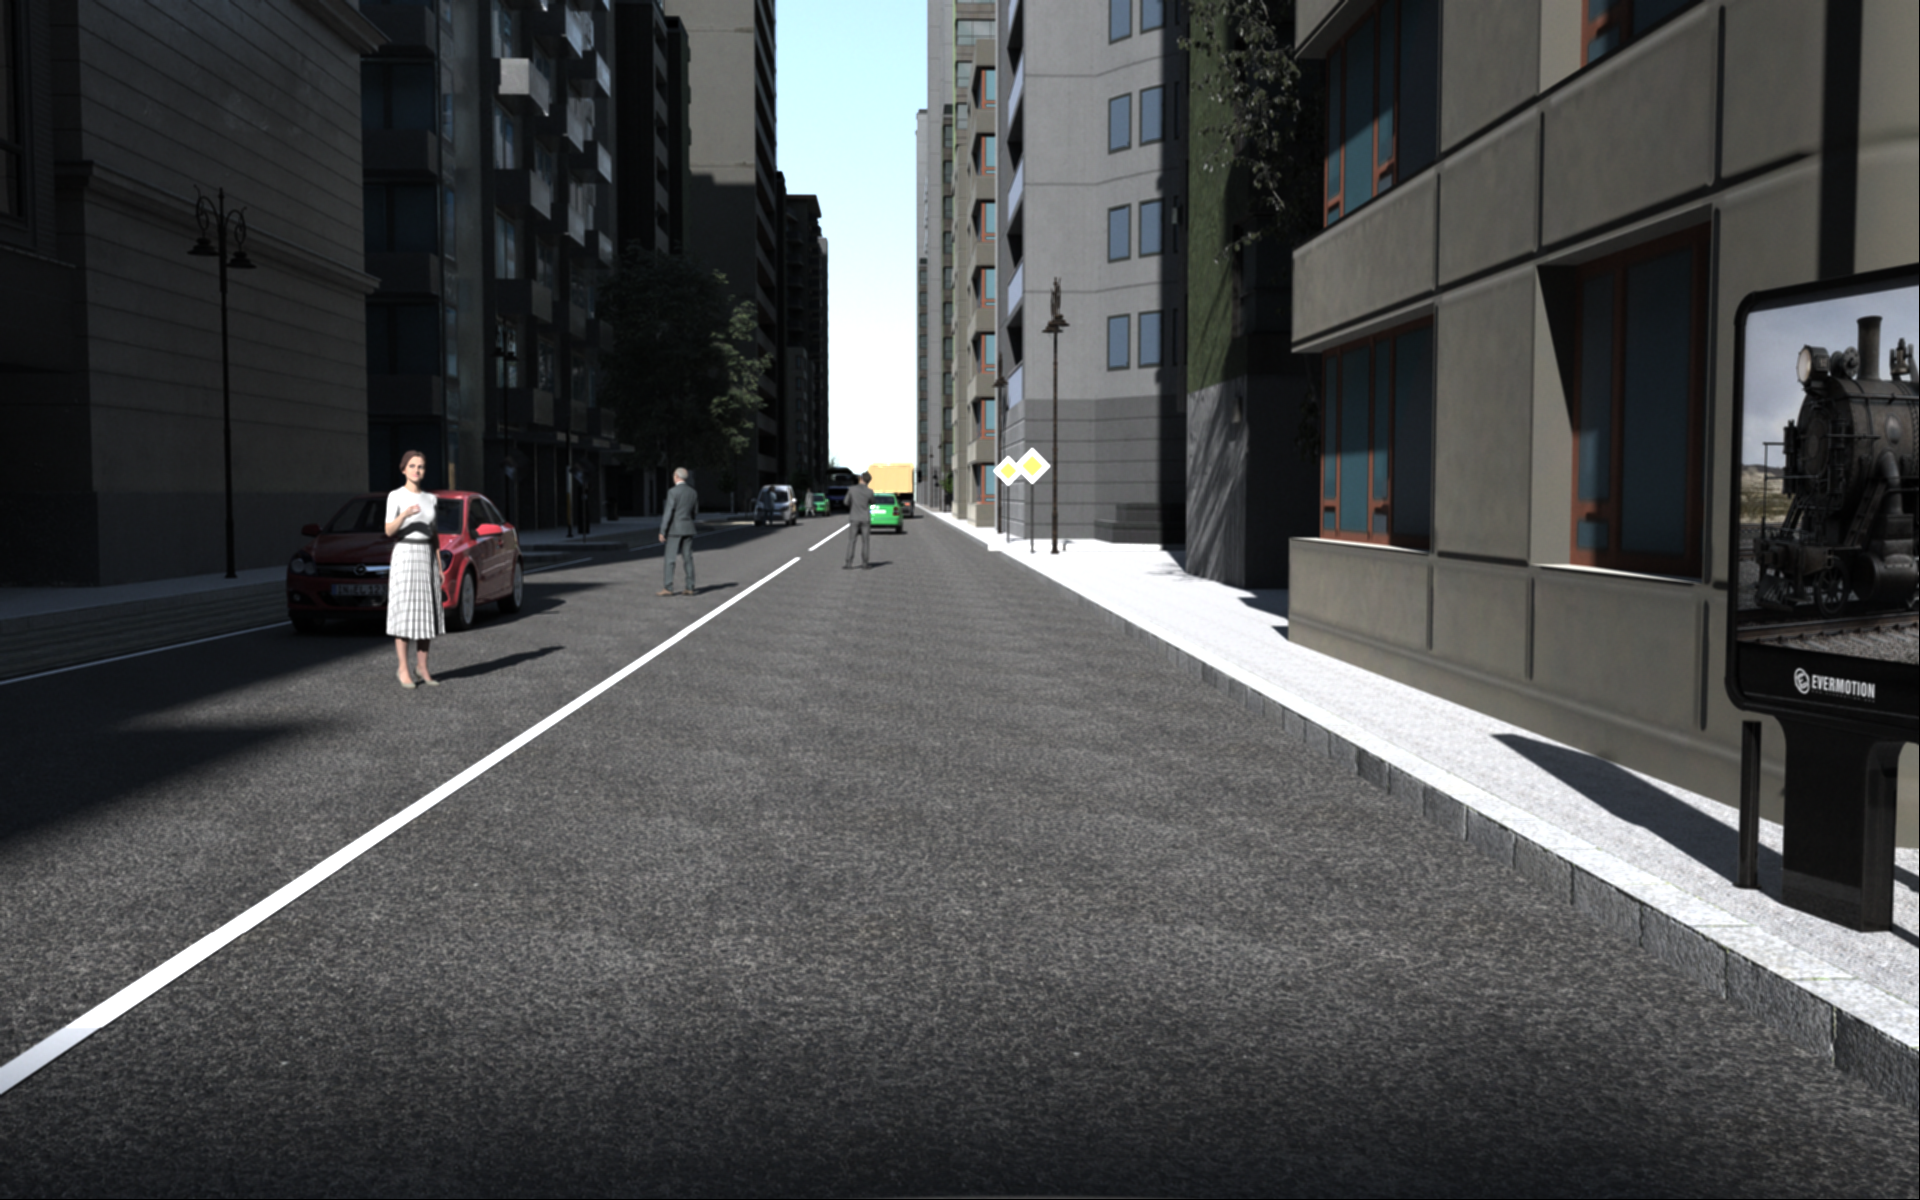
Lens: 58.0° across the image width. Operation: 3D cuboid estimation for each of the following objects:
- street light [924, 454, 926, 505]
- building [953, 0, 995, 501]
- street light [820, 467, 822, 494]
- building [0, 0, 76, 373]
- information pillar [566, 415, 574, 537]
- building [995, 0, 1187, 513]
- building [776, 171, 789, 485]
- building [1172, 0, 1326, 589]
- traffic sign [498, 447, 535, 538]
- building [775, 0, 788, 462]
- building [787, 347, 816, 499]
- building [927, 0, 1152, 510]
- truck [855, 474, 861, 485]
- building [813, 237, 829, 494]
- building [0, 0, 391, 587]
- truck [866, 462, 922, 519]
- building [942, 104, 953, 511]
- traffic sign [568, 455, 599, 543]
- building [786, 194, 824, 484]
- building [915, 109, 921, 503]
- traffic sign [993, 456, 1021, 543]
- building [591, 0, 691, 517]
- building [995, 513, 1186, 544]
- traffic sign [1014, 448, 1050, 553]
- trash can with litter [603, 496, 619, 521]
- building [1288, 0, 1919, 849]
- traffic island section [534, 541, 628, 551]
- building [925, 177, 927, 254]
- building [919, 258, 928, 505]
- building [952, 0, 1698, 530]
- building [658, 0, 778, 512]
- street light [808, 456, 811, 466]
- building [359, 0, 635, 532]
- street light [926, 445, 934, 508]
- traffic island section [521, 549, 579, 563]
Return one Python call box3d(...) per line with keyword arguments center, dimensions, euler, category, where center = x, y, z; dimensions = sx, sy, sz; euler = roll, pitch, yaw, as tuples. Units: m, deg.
box3d(center=(-3.884, -13.689, 196.603), dimensions=(0.468, 5.910, 1.993), euler=(0, 4, -2), category="street light")
box3d(center=(6.496, -26.283, 113.316), dimensions=(14.154, 41.232, 14.086), euler=(0, 4, -2), category="building")
box3d(center=(-18.972, -16.139, 236.652), dimensions=(0.468, 5.910, 1.993), euler=(0, 4, -2), category="street light")
box3d(center=(-17.757, -13.230, 9.818), dimensions=(14.314, 27.812, 24.014), euler=(0, 4, -2), category="building")
box3d(center=(-11.561, -3.660, 51.193), dimensions=(0.183, 3.616, 0.504), euler=(0, 4, -7), category="information pillar")
box3d(center=(8.728, -37.333, 152.397), dimensions=(21.231, 58.520, 28.212), euler=(0, 4, -2), category="building")
box3d(center=(-22.234, -23.030, 148.235), dimensions=(14.160, 30.474, 14.107), euler=(0, 4, -2), category="building")
box3d(center=(10.599, -15.769, 29.520), dimensions=(14.160, 30.474, 14.107), euler=(0, 4, -2), category="building")
box3d(center=(-9.479, -2.044, 37.061), dimensions=(0.795, 2.450, 0.064), euler=(0, 4, -2), category="traffic sign")
box3d(center=(-27.929, -52.391, 169.258), dimensions=(22.319, 86.520, 31.000), euler=(0, 4, -2), category="building")
box3d(center=(-32.707, -22.791, 217.672), dimensions=(27.650, 21.520, 28.899), euler=(0, 4, -2), category="building")
box3d(center=(7.065, -39.097, 181.240), dimensions=(21.231, 58.520, 28.212), euler=(0, 4, -2), category="building")
box3d(center=(-11.067, -10.766, 171.941), dimensions=(3.469, 3.379, 9.791), euler=(0, 4, -2), category="truck")
box3d(center=(-27.595, -35.742, 267.982), dimensions=(14.154, 41.232, 14.086), euler=(0, 4, -2), category="building")
box3d(center=(-23.203, -14.784, 29.102), dimensions=(23.554, 28.519, 14.401), euler=(0, 4, -2), category="building")
box3d(center=(-4.071, -6.629, 104.307), dimensions=(3.469, 3.379, 9.791), euler=(0, 4, -1), category="truck")
box3d(center=(5.571, -22.037, 132.002), dimensions=(14.160, 30.474, 14.107), euler=(0, 4, -2), category="building")
box3d(center=(-9.776, -2.532, 45.041), dimensions=(0.795, 2.450, 0.064), euler=(0, 4, -2), category="traffic sign")
box3d(center=(-30.834, -36.163, 245.881), dimensions=(22.147, 44.769, 28.867), euler=(0, 4, -2), category="building")
box3d(center=(3.776, -44.247, 265.444), dimensions=(21.231, 58.520, 28.212), euler=(0, 4, -2), category="building")
box3d(center=(1.262, -2.556, 45.429), dimensions=(0.795, 2.450, 0.064), euler=(0, 4, -2), category="traffic sign")
box3d(center=(-23.270, -20.062, 99.715), dimensions=(14.160, 30.474, 14.107), euler=(0, 4, -2), category="building")
box3d(center=(15.655, -31.222, 52.487), dimensions=(28.212, 58.520, 21.231), euler=(0, 4, -2), category="building")
box3d(center=(1.558, -2.068, 37.449), dimensions=(0.795, 2.450, 0.064), euler=(0, 4, -2), category="traffic sign")
box3d(center=(-16.707, -4.381, 83.013), dimensions=(0.624, 1.170, 1.055), euler=(0, 4, 2), category="trash can with litter")
box3d(center=(17.216, -9.513, 0.570), dimensions=(27.650, 21.520, 28.899), euler=(0, 4, -2), category="building")
box3d(center=(-9.799, -1.396, 45.101), dimensions=(2.009, 0.180, 2.903), euler=(0, 4, -2), category="traffic island section")
box3d(center=(6.449, -37.686, 235.769), dimensions=(23.786, 49.044, 30.456), euler=(0, 4, -2), category="building")
box3d(center=(1.928, -26.993, 213.041), dimensions=(14.160, 30.474, 14.107), euler=(0, 4, -2), category="building")
box3d(center=(13.902, -14.433, 81.023), dimensions=(27.650, 21.520, 28.899), euler=(0, 4, -2), category="building")
box3d(center=(-25.180, -30.950, 129.742), dimensions=(21.300, 48.544, 21.600), euler=(0, 4, -2), category="building")
box3d(center=(-17.737, -14.191, 204.805), dimensions=(0.468, 5.910, 1.993), euler=(0, 4, -2), category="street light")
box3d(center=(-25.130, -27.063, 62.092), dimensions=(23.786, 49.044, 30.456), euler=(0, 4, -2), category="building")
box3d(center=(-2.713, -11.708, 164.218), dimensions=(0.468, 5.910, 1.993), euler=(0, 4, -2), category="street light")
box3d(center=(-9.502, -0.908, 37.122), dimensions=(2.009, 0.180, 2.903), euler=(0, 4, -2), category="traffic island section")
